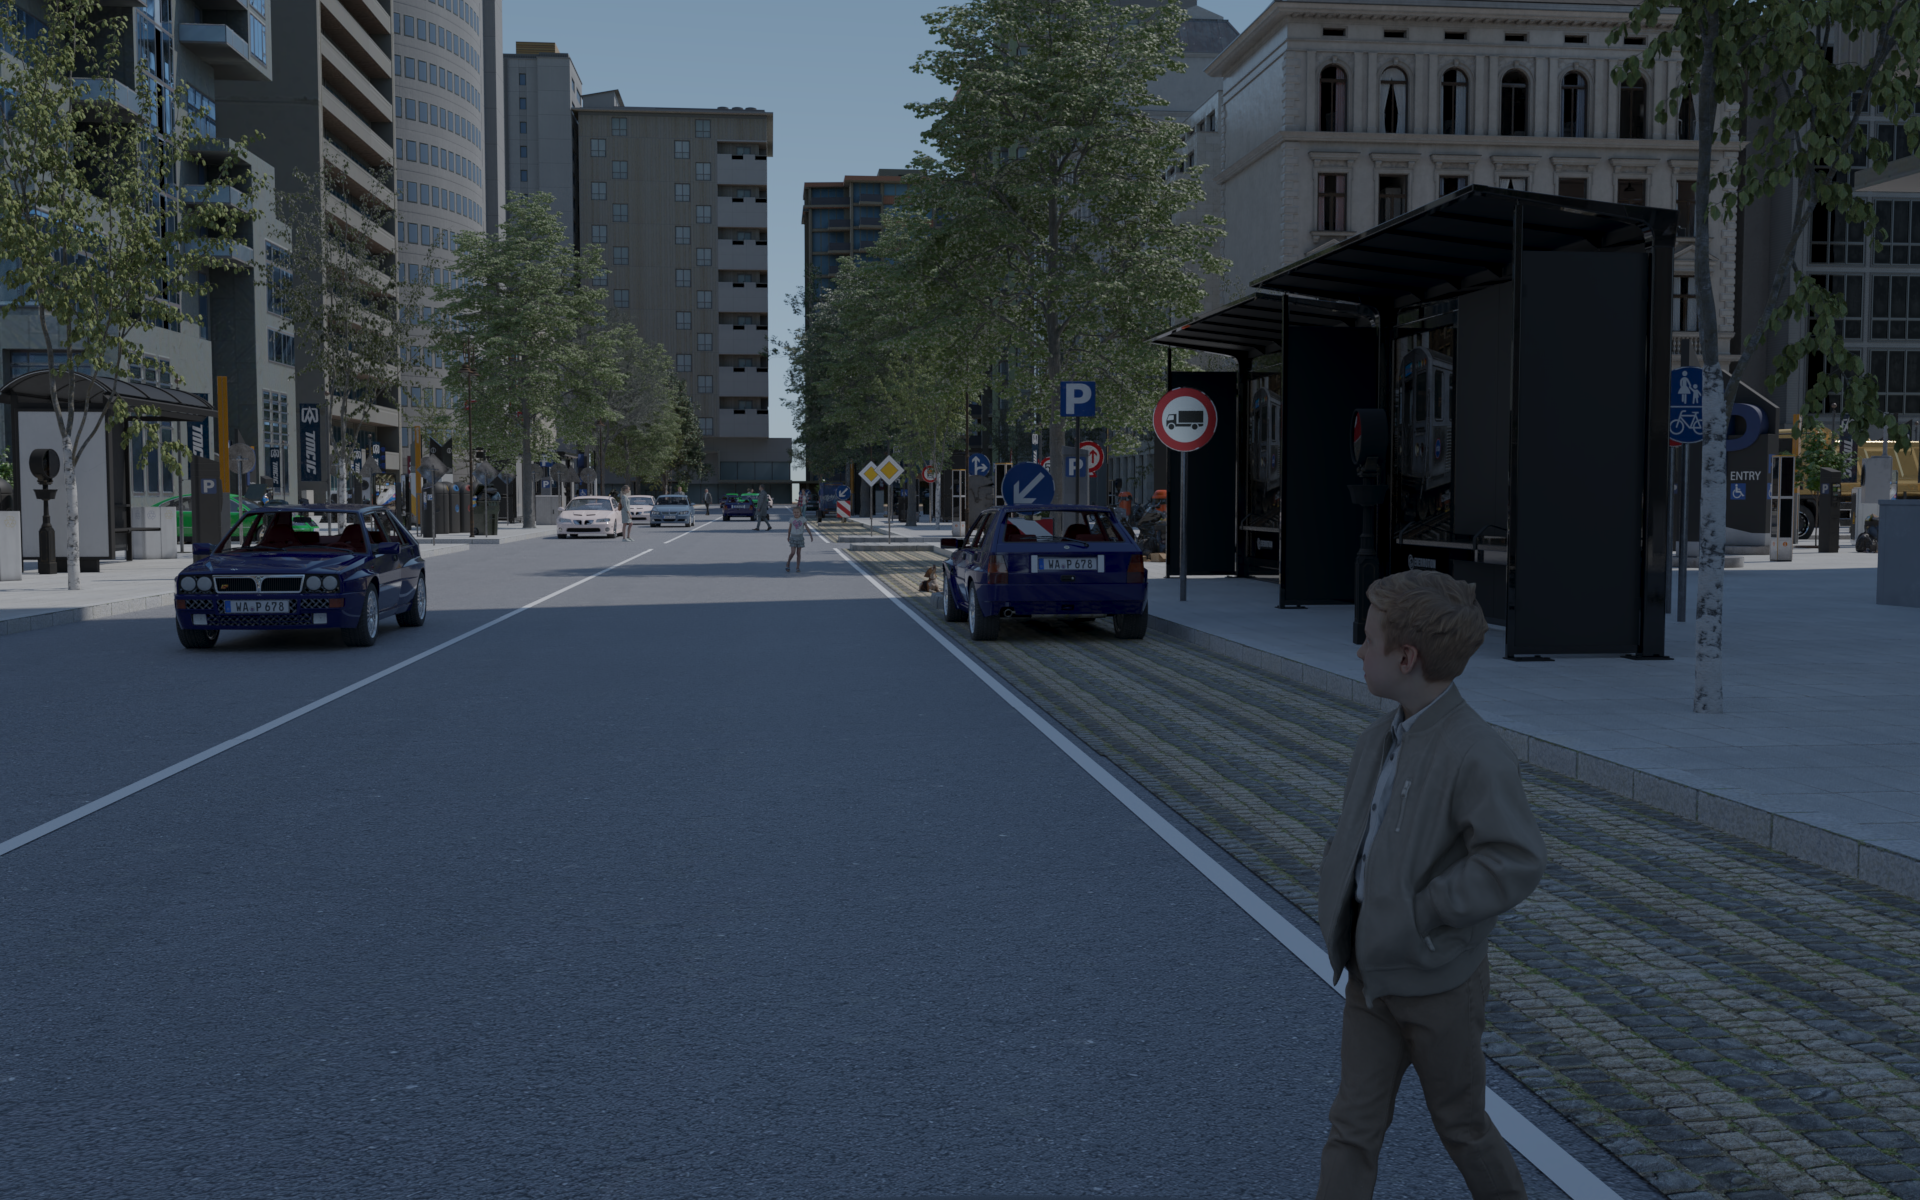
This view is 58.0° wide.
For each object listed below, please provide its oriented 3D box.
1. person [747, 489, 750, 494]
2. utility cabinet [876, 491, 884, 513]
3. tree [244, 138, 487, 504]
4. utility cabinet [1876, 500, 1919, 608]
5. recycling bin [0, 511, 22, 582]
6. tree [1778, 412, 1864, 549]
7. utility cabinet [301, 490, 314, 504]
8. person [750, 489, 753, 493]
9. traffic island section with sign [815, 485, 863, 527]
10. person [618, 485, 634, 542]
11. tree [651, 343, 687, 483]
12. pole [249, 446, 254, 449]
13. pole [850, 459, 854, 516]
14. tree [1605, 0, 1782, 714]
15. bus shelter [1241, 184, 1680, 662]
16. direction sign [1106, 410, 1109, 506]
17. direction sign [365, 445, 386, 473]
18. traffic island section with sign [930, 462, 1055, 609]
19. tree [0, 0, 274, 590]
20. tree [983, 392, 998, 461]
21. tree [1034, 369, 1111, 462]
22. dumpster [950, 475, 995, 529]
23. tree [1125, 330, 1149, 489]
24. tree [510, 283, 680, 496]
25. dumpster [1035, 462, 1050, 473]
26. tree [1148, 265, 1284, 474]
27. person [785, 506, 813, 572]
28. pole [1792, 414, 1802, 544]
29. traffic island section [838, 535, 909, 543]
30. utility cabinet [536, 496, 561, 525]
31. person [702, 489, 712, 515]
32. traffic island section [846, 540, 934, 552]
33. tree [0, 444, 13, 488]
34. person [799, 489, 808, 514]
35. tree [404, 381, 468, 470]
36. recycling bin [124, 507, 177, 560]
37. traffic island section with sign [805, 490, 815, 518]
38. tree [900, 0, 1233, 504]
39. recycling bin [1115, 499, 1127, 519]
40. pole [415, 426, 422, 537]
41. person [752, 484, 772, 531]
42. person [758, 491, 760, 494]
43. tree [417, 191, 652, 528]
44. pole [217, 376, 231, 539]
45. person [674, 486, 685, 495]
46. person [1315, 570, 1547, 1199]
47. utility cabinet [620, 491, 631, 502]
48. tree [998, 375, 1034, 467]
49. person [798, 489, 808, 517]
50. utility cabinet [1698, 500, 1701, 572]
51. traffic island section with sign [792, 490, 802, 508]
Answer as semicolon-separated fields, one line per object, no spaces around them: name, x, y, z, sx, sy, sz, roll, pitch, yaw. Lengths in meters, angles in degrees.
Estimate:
person;-13.675;-6.341;112.408;0.478;1.798;0.641;1;4;11
utility cabinet;-5.793;-6.698;118.193;1.173;1.500;0.318;0;4;1
tree;-13.032;-5.302;37.057;4.360;8.622;3.978;0;3;0
utility cabinet;10.916;-0.521;19.677;0.306;1.237;1.020;-1;4;-13
recycling bin;-14.374;-0.793;25.517;0.722;1.027;0.722;2;4;30
tree;20.282;-2.852;41.230;1.663;3.219;1.824;0;3;0
utility cabinet;-37.802;-5.606;100.336;0.318;1.500;1.173;0;4;-2
person;-14.186;-6.678;118.025;0.374;1.781;0.599;1;4;13
traffic island section with sign;-5.302;-4.165;76.720;1.989;1.847;2.006;0;4;-6
person;-10.055;-2.607;52.121;0.522;1.701;0.512;-1;4;-15
tree;-22.424;-12.053;115.198;7.486;12.596;7.792;0;3;0
pole;-30.300;-4.912;74.152;0.158;3.312;0.155;0;3;0
pole;-6.345;-6.615;101.994;0.158;3.312;0.155;0;3;0
tree;4.581;-3.634;9.773;4.737;8.622;4.395;0;3;0
bus shelter;4.399;-1.533;16.340;1.731;3.624;6.357;0;4;-6
direction sign;3.786;-3.206;44.423;0.379;3.537;0.876;0;4;8
direction sign;-26.870;-5.364;79.704;0.876;3.537;0.379;-1;4;-20
traffic island section with sign;0.651;-0.817;21.987;1.989;1.847;2.006;0;4;-6
tree;-11.628;-4.431;22.816;4.737;8.622;4.395;0;3;0
tree;3.366;-10.306;118.862;4.360;8.622;3.978;0;3;0
tree;6.600;-8.875;95.461;4.360;8.622;3.978;0;3;0
dumpster;0.408;-2.905;53.252;1.264;1.857;1.865;0;4;-6
tree;8.633;-7.536;73.568;4.360;8.622;3.978;0;3;0
tree;-21.094;-11.696;101.598;12.009;13.543;11.850;0;3;0
dumpster;2.503;-3.108;53.314;1.502;2.255;1.985;0;4;-6
tree;8.927;-6.473;56.204;4.360;8.622;3.978;0;3;0
person;-2.959;-1.122;31.856;0.505;1.210;0.382;0;4;-7
pole;21.365;-3.085;44.278;0.158;3.312;0.155;0;3;0
traffic island section;-2.649;-1.834;52.264;2.009;0.180;2.903;0;4;-6
utility cabinet;-16.948;-3.680;71.335;1.020;1.237;0.306;-1;4;-14
person;-17.003;-6.562;116.190;0.661;1.777;0.834;1;4;17
traffic island section;-1.785;-1.348;44.326;2.009;0.180;2.903;0;4;-6
tree;-31.683;-3.808;56.856;1.663;3.219;1.824;0;3;0
person;-11.352;-7.158;125.553;0.660;1.820;0.620;-1;4;-13
tree;-34.365;-10.016;114.120;4.737;8.622;4.395;0;3;0
recycling bin;-16.011;-1.327;34.247;0.722;1.027;0.722;2;4;34
traffic island section with sign;-8.289;-5.832;103.987;1.989;1.847;2.006;0;4;-6
tree;1.731;-7.168;35.329;7.486;12.596;7.792;0;3;0
recycling bin;8.331;-4.793;90.924;0.722;1.027;0.722;-1;4;-11
pole;-16.236;-3.552;51.919;0.158;3.312;0.155;0;3;0
person;-7.752;-3.617;67.735;0.767;1.812;0.694;1;4;8
person;-18.611;-9.274;160.794;0.551;1.740;0.621;3;5;42
tree;-16.246;-8.972;64.821;7.486;12.596;7.792;0;3;0
pole;-12.793;-2.219;30.117;0.158;3.312;0.155;0;3;0
person;-14.026;-4.765;86.514;0.694;1.812;0.767;-1;4;-23
person;0.800;0.599;2.975;0.640;1.303;0.475;-2;4;-35
utility cabinet;-20.959;-6.104;108.485;0.318;1.500;1.173;0;4;6
tree;4.693;-9.350;103.233;4.360;8.622;3.978;0;3;0
person;-8.232;-4.970;90.602;0.563;1.720;0.643;-3;4;-36
utility cabinet;12.153;-1.033;28.059;0.306;1.237;1.020;2;4;26
traffic island section with sign;-13.659;-8.856;153.424;1.989;1.847;2.006;0;4;-6
